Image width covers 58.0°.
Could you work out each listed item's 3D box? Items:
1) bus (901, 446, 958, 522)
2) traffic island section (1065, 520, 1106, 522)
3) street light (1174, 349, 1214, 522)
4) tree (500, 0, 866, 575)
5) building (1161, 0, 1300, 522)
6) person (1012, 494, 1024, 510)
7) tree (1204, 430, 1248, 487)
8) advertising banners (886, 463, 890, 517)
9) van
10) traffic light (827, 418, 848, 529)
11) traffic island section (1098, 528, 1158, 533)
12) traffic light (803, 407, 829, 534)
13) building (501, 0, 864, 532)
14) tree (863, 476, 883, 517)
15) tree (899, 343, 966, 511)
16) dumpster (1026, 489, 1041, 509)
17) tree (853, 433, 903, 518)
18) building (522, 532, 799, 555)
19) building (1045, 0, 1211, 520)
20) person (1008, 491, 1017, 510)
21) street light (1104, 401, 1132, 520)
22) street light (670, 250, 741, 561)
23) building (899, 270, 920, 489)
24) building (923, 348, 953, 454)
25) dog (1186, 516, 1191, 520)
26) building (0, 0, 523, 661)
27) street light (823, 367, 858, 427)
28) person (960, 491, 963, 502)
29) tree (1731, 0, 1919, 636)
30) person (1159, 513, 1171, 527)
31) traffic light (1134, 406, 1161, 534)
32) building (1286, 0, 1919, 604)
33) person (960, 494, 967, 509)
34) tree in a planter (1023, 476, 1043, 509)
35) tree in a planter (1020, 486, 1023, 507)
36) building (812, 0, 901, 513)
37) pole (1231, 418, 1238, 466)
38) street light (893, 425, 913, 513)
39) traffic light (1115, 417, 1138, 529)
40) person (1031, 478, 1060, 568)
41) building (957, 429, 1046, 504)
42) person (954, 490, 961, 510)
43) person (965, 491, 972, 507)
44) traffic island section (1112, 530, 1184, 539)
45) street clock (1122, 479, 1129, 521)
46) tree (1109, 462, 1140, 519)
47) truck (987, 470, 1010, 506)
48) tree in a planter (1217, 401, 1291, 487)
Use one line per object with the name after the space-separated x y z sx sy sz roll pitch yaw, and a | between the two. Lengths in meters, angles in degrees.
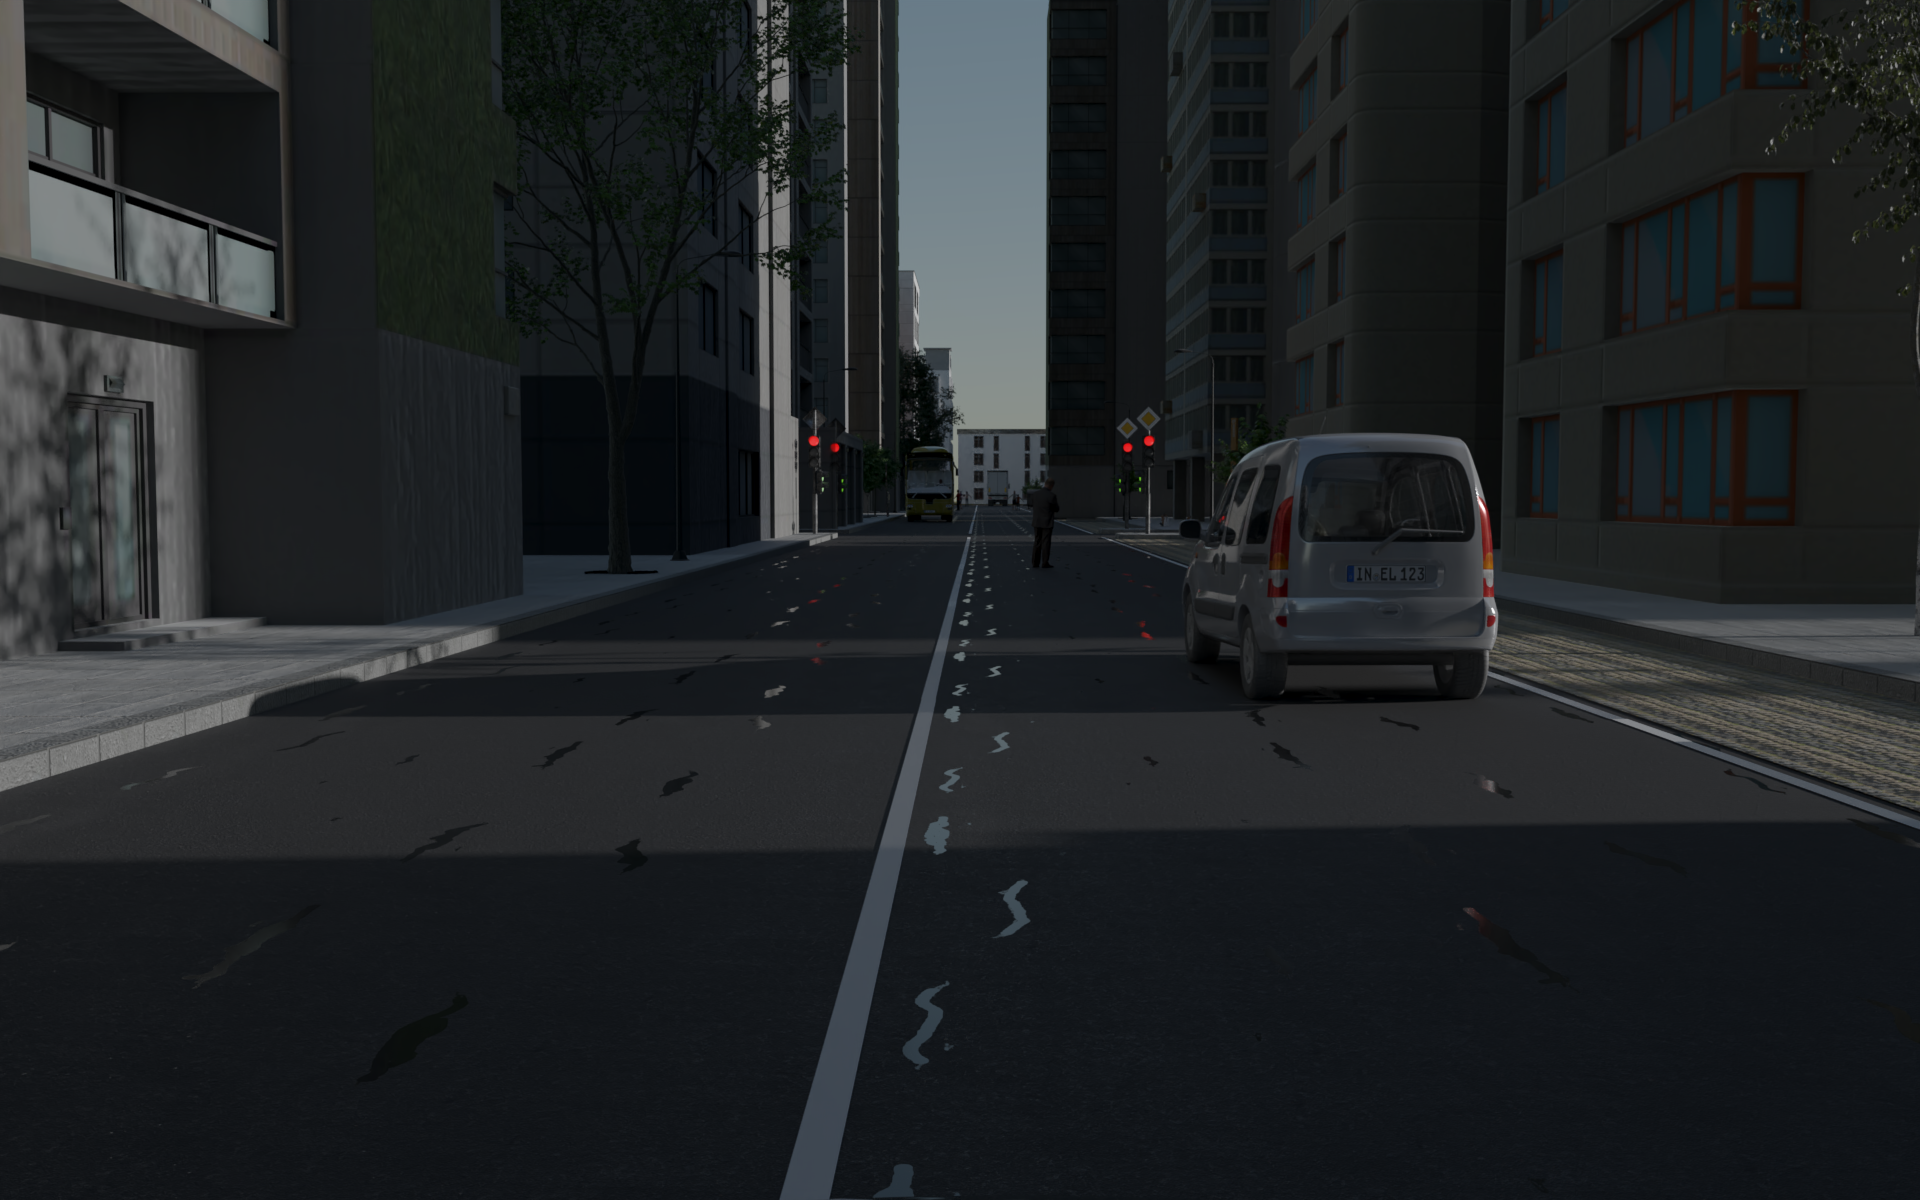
-1.583 -6.213 93.124 2.896 3.916 12.252 0 4 0 | bus
6.441 -4.055 89.168 1.991 0.108 1.994 0 4 1 | traffic island section
7.556 -5.082 55.636 1.470 5.913 1.316 0 4 1 | street light
-5.407 -6.237 27.724 9.928 11.665 9.643 0 3 0 | tree
21.903 -23.574 77.314 23.993 40.220 32.217 0 4 1 | building
5.110 -8.598 152.338 1.065 1.426 0.557 -1 4 -13 | person
8.437 -3.516 52.088 1.663 3.219 1.824 0 3 0 | tree
-4.085 -6.187 97.351 0.090 3.025 2.074 0 4 2 | advertising banners
2.792 -0.395 13.466 2.013 2.044 4.112 0 4 -1 | van
-4.563 -4.577 63.758 0.839 4.253 0.868 0 4 1 | traffic light
6.158 -2.537 63.765 2.009 0.180 2.903 0 4 1 | traffic island section
-4.655 -4.089 55.773 0.839 4.253 0.868 0 4 1 | traffic light
-14.636 -38.750 71.817 20.563 71.187 20.611 0 4 1 | building
-5.279 -6.253 96.839 1.663 3.219 1.824 0 3 0 | tree
-4.353 -13.145 131.933 9.611 12.733 9.660 0 3 0 | tree
7.107 -9.378 161.537 1.865 1.857 1.264 0 4 2 | dumpster
-5.428 -6.673 92.814 4.285 4.588 4.351 0 3 0 | tree
-15.689 -37.069 44.334 20.611 71.187 20.563 0 4 1 | building
12.016 -20.204 102.041 14.160 30.474 14.107 0 4 1 | building
4.864 -8.894 154.697 1.217 1.735 0.721 0 4 3 | person
7.887 -6.962 86.364 1.470 5.913 1.316 0 4 1 | street light
-4.860 -3.709 33.187 1.470 5.913 1.316 0 4 1 | street light
-18.140 -19.106 156.362 27.936 21.610 32.646 0 4 1 | building
-6.698 -22.859 230.171 11.380 20.091 16.016 0 4 1 | building
9.205 -3.195 69.973 0.550 0.427 0.748 0 4 7 | dog
-12.661 -20.212 14.064 14.154 41.232 14.086 0 4 1 | building
-4.448 -5.572 63.648 1.470 5.913 1.316 0 4 1 | street light
-0.043 -11.099 190.419 0.683 1.767 0.568 -1 4 -12 | person
8.928 -3.971 15.286 4.360 8.622 3.978 0 3 0 | tree
8.065 -3.149 68.004 0.381 0.543 0.357 -3 4 -36 | person
6.026 -4.082 55.667 0.839 4.253 0.868 0 4 1 | traffic light
22.842 -11.543 33.771 27.650 21.520 28.899 0 4 1 | building
0.158 -9.281 163.428 0.628 1.438 0.799 3 5 39 | person
7.330 -10.291 165.483 1.991 3.239 1.994 0 4 1 | tree in a planter
7.637 -11.940 192.444 1.991 3.239 1.994 0 4 1 | tree in a planter
-11.442 -26.532 117.396 14.154 41.232 14.086 0 4 1 | building
7.348 -3.216 46.432 0.158 3.312 0.155 0 3 0 | pole
-3.843 -8.815 116.659 1.470 5.913 1.316 0 4 1 | street light
6.118 -4.571 63.651 0.839 4.253 0.868 0 4 1 | traffic light
1.666 -1.499 33.704 0.565 1.739 0.600 1 4 10 | person
13.686 -17.446 227.388 28.070 9.664 9.099 0 4 1 | building
-0.196 -8.735 151.251 0.705 1.831 1.348 2 4 28 | person
0.763 -11.461 196.595 1.217 1.736 0.721 1 4 15 | person
6.066 -2.049 55.780 2.009 0.180 2.903 0 4 1 | traffic island section
7.864 -4.767 82.510 0.358 2.002 0.471 0 4 -1 | street clock
8.773 -5.793 89.318 1.663 3.219 1.824 0 3 0 | tree
4.592 -13.494 209.547 2.839 4.237 11.283 0 4 2 | truck
5.799 -2.204 33.266 1.991 3.239 1.994 0 4 1 | tree in a planter
